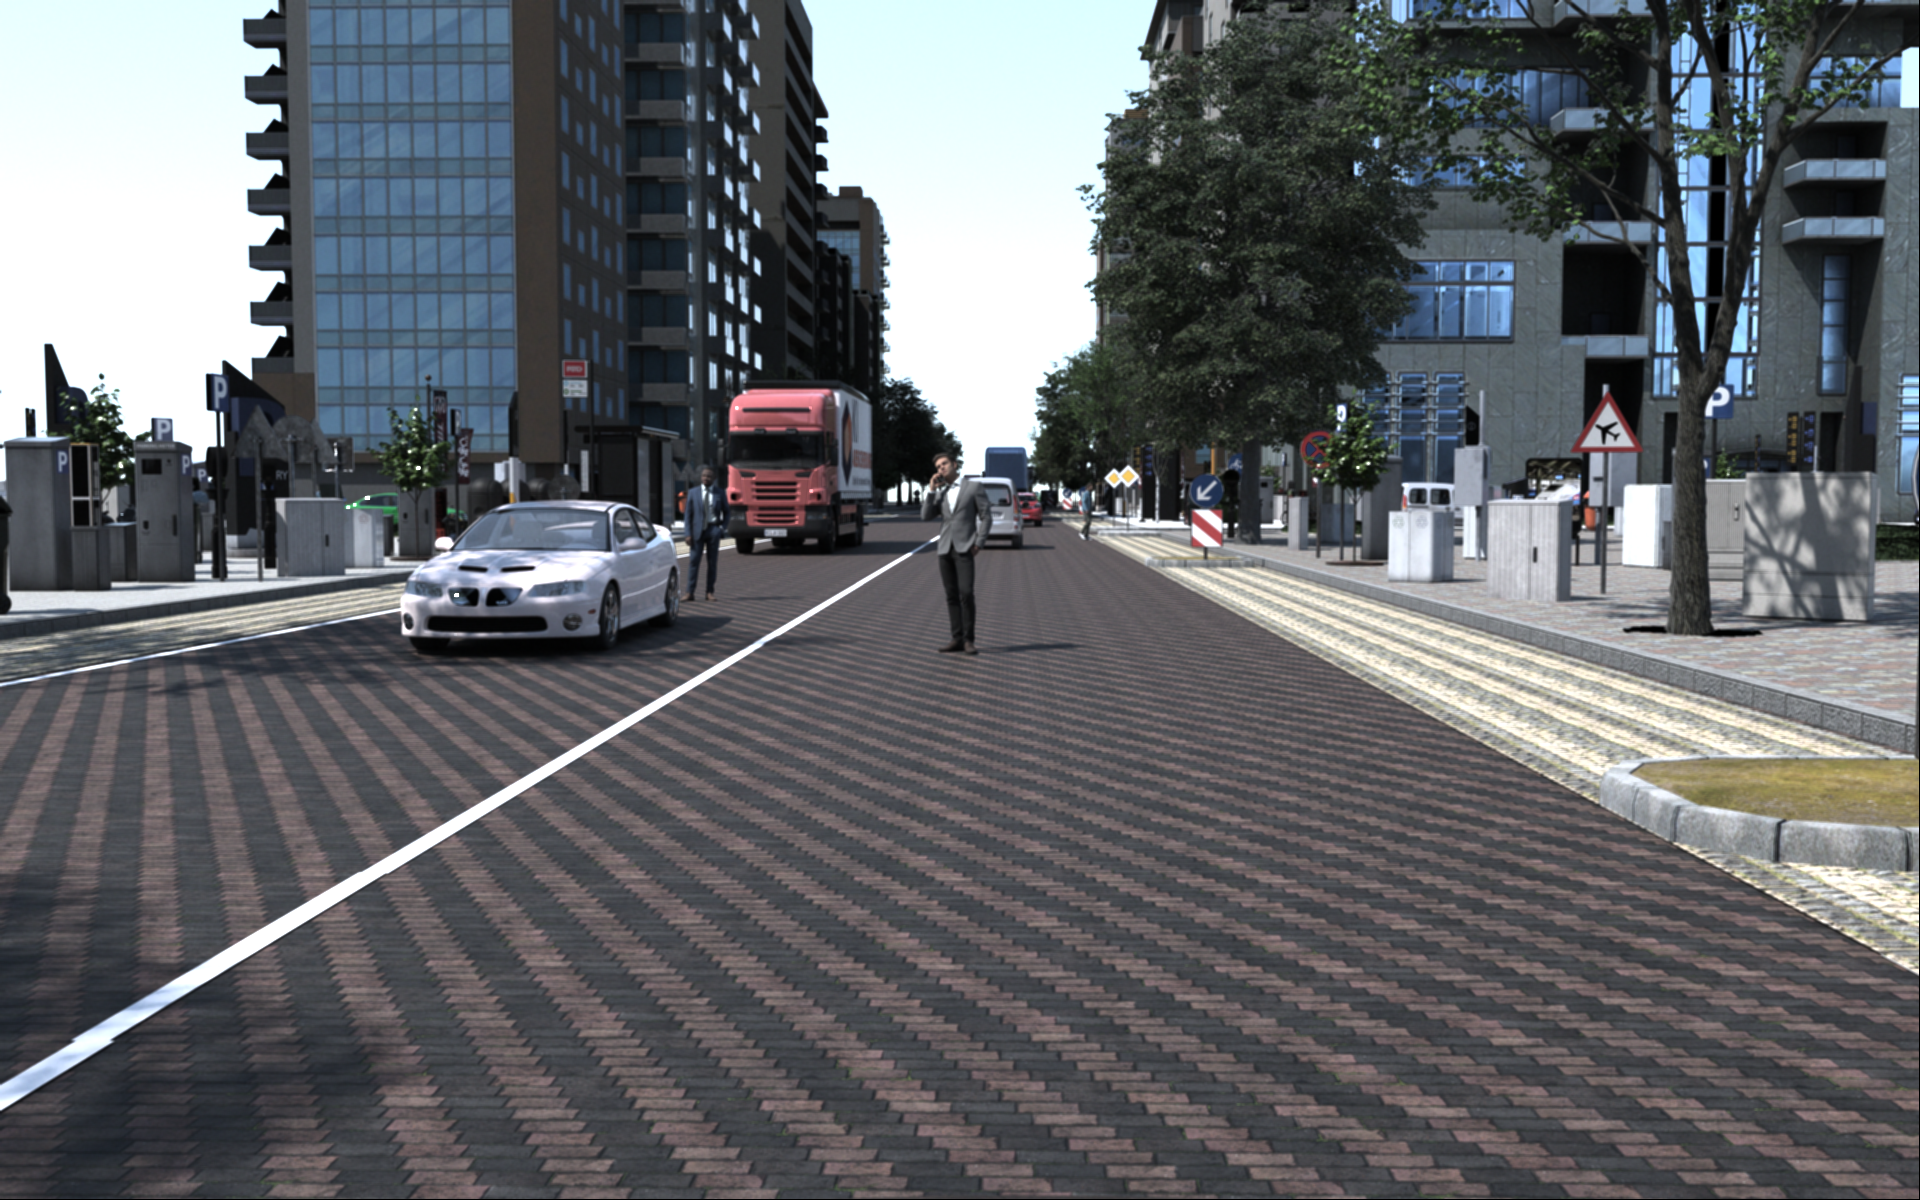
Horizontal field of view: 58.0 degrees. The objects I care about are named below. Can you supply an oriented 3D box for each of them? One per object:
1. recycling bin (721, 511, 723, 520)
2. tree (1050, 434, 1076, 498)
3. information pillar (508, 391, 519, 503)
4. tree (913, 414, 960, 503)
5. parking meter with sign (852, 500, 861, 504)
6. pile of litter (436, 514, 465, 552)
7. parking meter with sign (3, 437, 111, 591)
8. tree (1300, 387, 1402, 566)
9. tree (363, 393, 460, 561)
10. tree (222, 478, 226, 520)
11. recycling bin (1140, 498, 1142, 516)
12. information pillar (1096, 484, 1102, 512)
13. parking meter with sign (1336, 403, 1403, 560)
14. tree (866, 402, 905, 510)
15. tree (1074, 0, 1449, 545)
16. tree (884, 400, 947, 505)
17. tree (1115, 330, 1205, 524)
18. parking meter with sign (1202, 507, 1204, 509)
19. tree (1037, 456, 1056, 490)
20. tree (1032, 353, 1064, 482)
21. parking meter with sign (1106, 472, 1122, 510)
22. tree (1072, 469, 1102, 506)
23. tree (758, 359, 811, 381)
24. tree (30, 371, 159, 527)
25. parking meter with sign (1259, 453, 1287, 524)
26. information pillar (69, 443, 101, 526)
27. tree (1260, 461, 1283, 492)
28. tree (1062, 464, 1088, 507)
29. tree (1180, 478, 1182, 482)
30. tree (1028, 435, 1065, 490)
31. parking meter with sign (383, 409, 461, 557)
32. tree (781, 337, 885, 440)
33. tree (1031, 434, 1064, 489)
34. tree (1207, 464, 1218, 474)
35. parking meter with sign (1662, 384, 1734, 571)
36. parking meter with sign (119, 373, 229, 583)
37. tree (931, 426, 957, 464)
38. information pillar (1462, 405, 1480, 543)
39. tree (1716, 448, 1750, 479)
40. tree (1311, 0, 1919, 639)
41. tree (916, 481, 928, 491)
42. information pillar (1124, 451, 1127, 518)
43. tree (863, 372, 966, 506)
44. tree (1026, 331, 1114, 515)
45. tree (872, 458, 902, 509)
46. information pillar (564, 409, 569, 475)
[{"bbox_3d":[-10.019,-3.669,72.543,0.722,1.027,0.722,2,4,29],"label":"recycling bin"},{"bbox_3d":[12.551,-15.360,201.498,4.737,8.622,4.395,0,3,0],"label":"tree"},{"bbox_3d":[-10.066,-2.921,39.119,0.183,3.616,0.504,0,4,2],"label":"information pillar"},{"bbox_3d":[-5.309,-20.103,239.052,12.009,13.543,11.850,0,3,0],"label":"tree"},{"bbox_3d":[-7.939,-8.188,130.142,0.543,3.016,1.738,2,4,29],"label":"parking meter with sign"},{"bbox_3d":[-11.294,-1.508,38.615,1.719,0.858,1.176,0,4,-1],"label":"pile of litter"},{"bbox_3d":[-12.204,-1.631,22.925,1.738,3.016,0.543,0,4,0],"label":"parking meter with sign"},{"bbox_3d":[7.177,-2.254,31.448,1.663,3.219,1.824,0,3,0],"label":"tree"},{"bbox_3d":[-10.423,-2.370,33.355,1.663,3.219,1.824,0,3,0],"label":"tree"},{"bbox_3d":[-35.920,-5.573,85.717,1.663,3.219,1.824,0,3,0],"label":"tree"},{"bbox_3d":[11.064,-5.475,102.069,0.722,1.027,0.722,-2,4,-25],"label":"recycling bin"},{"bbox_3d":[9.732,-7.160,121.561,0.304,2.012,0.304,-2,4,-27],"label":"information pillar"},{"bbox_3d":[8.206,-2.283,33.591,1.738,3.016,0.543,-1,4,-9],"label":"parking meter with sign"},{"bbox_3d":[-6.813,-11.615,140.269,4.360,8.622,3.978,0,3,0],"label":"tree"},{"bbox_3d":[7.321,-8.387,43.779,9.857,13.997,8.962,0,3,0],"label":"tree"},{"bbox_3d":[-5.876,-17.720,206.733,9.611,12.733,9.660,0,3,0],"label":"tree"},{"bbox_3d":[8.815,-7.621,74.974,4.360,8.622,3.978,0,3,0],"label":"tree"},{"bbox_3d":[15.803,-6.759,106.776,1.738,3.016,0.543,1,4,14],"label":"parking meter with sign"},{"bbox_3d":[13.725,-18.979,260.672,4.360,8.622,3.978,0,3,0],"label":"tree"},{"bbox_3d":[11.148,-15.193,155.067,9.857,13.997,8.962,0,3,0],"label":"tree"},{"bbox_3d":[11.997,-8.462,134.610,0.543,3.016,1.738,-2,4,-34],"label":"parking meter with sign"},{"bbox_3d":[9.962,-8.539,134.222,1.663,3.219,1.824,0,3,0],"label":"tree"},{"bbox_3d":[-9.623,-8.744,93.320,4.737,8.622,4.395,0,3,0],"label":"tree"},{"bbox_3d":[-13.417,-1.998,27.274,1.663,3.219,1.824,0,3,0],"label":"tree"},{"bbox_3d":[12.999,-4.748,73.884,1.738,3.016,0.543,0,4,0],"label":"parking meter with sign"},{"bbox_3d":[-12.710,-1.266,25.184,0.304,2.012,0.304,0,4,-4],"label":"information pillar"},{"bbox_3d":[17.836,-6.423,99.615,1.663,3.219,1.824,0,3,0],"label":"tree"},{"bbox_3d":[11.563,-11.559,172.704,4.285,4.588,4.351,0,3,0],"label":"tree"},{"bbox_3d":[11.432,-6.294,97.506,1.663,3.219,1.824,0,3,0],"label":"tree"},{"bbox_3d":[15.291,-22.891,291.267,9.611,12.733,9.660,0,3,0],"label":"tree"},{"bbox_3d":[-11.174,-2.405,35.575,1.738,3.016,0.543,0,4,-4],"label":"parking meter with sign"},{"bbox_3d":[-8.324,-10.375,104.043,8.767,10.594,7.601,2,4,34],"label":"tree"},{"bbox_3d":[14.674,-21.461,269.010,7.486,12.596,7.792,0,3,0],"label":"tree"},{"bbox_3d":[16.424,-7.095,110.600,1.663,3.219,1.824,0,3,0],"label":"tree"},{"bbox_3d":[12.035,-1.968,28.440,0.543,3.016,1.738,0,4,2],"label":"parking meter with sign"},{"bbox_3d":[-11.599,-1.772,25.240,1.738,3.016,0.543,0,4,2],"label":"parking meter with sign"},{"bbox_3d":[-4.070,-20.272,257.195,9.928,11.665,9.643,0,3,0],"label":"tree"},{"bbox_3d":[13.502,-3.314,45.547,0.504,3.616,0.183,0,4,3],"label":"information pillar"},{"bbox_3d":[31.756,-4.748,72.230,1.663,3.219,1.824,0,3,0],"label":"tree"},{"bbox_3d":[6.852,-5.498,15.652,9.928,11.665,9.643,0,3,0],"label":"tree"},{"bbox_3d":[-5.360,-16.247,216.007,4.737,8.622,4.395,0,3,0],"label":"tree"},{"bbox_3d":[9.032,-6.332,94.874,0.183,3.616,0.504,0,4,1],"label":"information pillar"},{"bbox_3d":[-6.218,-16.739,180.339,9.857,13.997,8.962,0,3,0],"label":"tree"},{"bbox_3d":[9.468,-11.141,107.914,9.928,11.665,9.643,0,3,0],"label":"tree"},{"bbox_3d":[-6.585,-10.102,148.878,4.285,4.588,4.351,0,3,0],"label":"tree"},{"bbox_3d":[-10.956,-3.478,48.224,0.183,3.616,0.504,-1,4,-9],"label":"information pillar"}]
